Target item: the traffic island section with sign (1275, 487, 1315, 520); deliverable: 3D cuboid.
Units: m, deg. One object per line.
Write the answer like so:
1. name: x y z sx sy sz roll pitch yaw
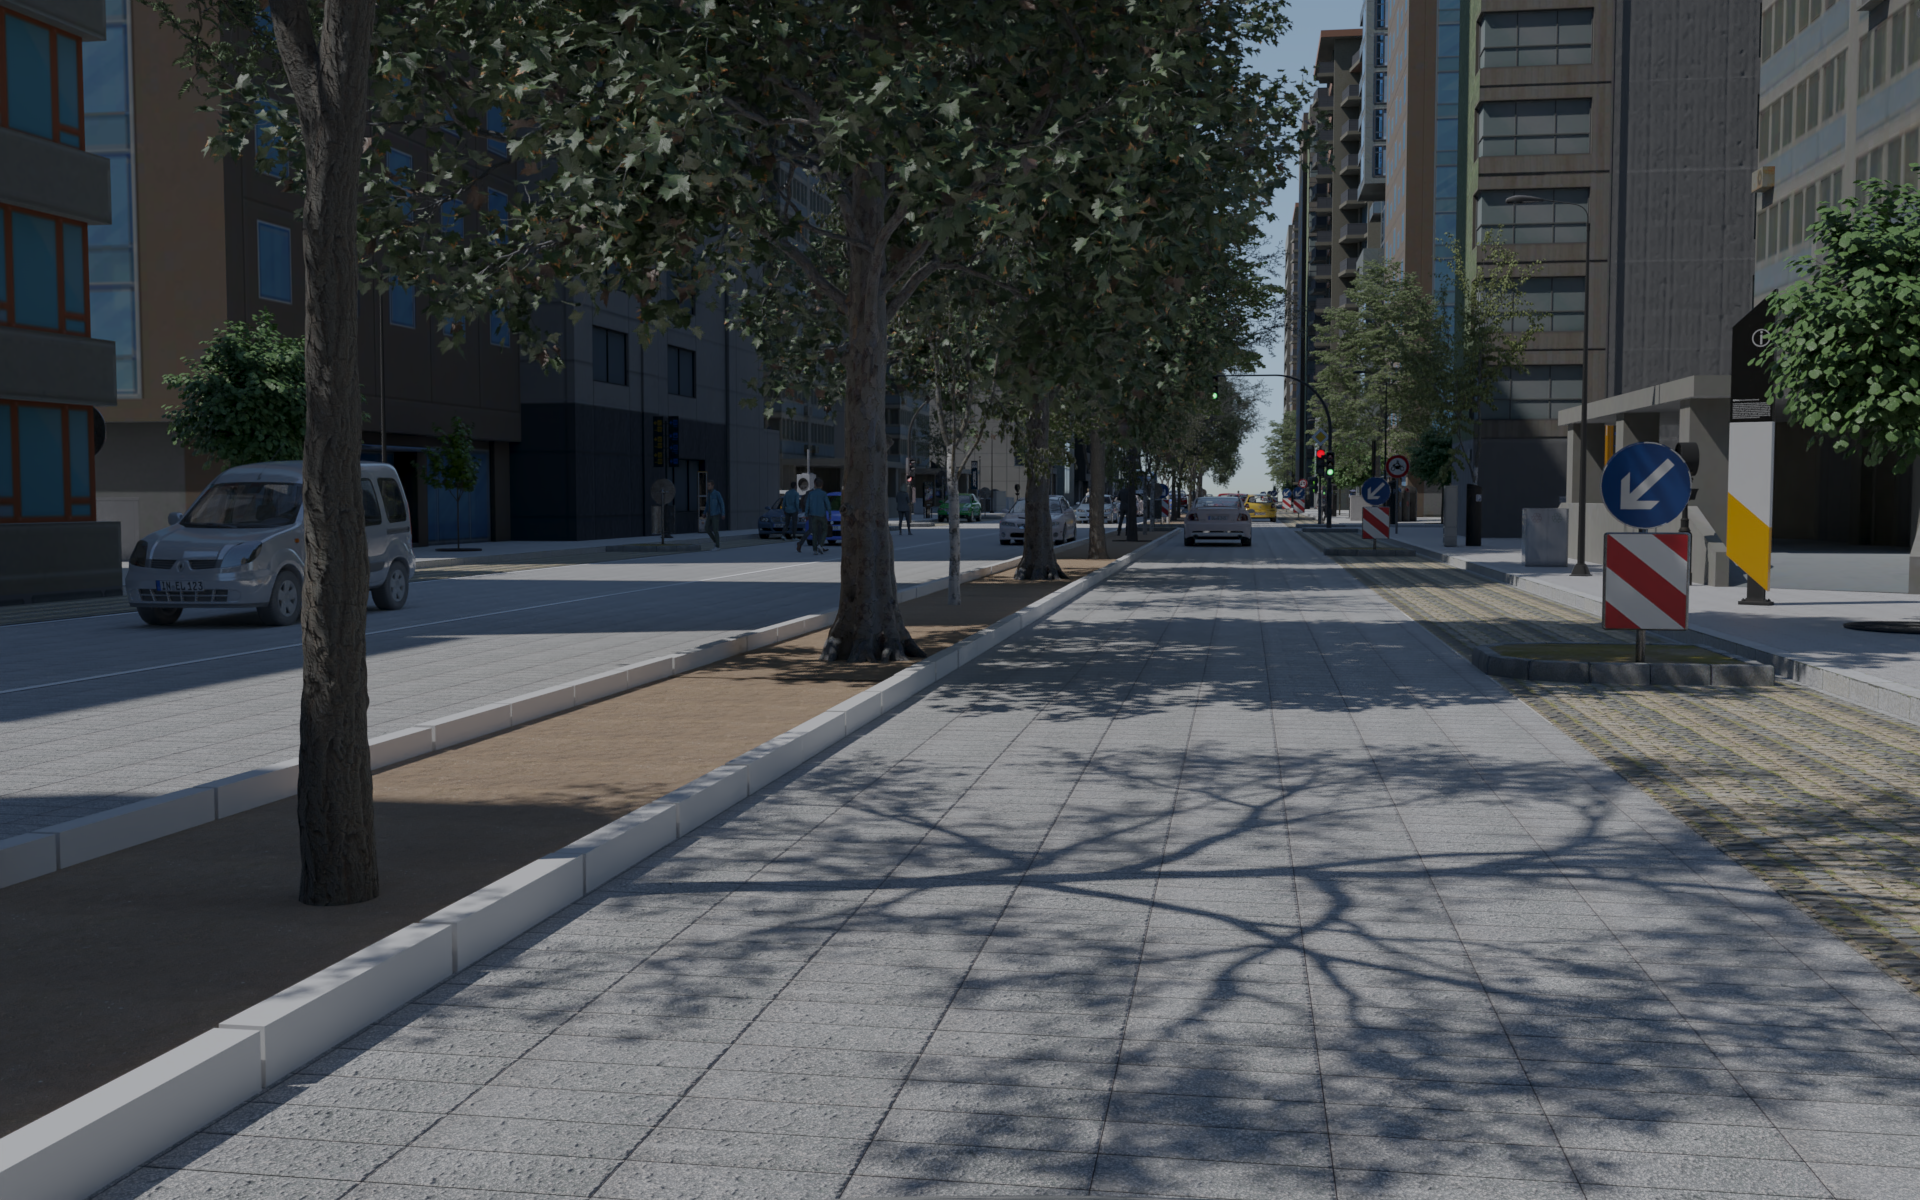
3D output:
1. traffic island section with sign: 18.540 -5.309 95.428 1.989 1.847 2.006 1 4 9

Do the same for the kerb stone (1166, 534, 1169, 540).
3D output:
1. kerb stone: 6.140 -1.835 52.260 0.120 0.150 1.000 1 4 9

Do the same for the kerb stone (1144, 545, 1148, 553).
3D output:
1. kerb stone: 4.314 -1.157 41.118 0.120 0.150 1.000 1 4 9

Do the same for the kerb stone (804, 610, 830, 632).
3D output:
1. kerb stone: -1.566 0.245 18.185 0.120 0.150 1.000 1 4 9

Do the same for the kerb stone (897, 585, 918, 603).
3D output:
1. kerb stone: -0.744 -0.059 23.239 0.120 0.150 1.000 1 4 9

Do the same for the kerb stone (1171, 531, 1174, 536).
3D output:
1. kerb stone: 6.801 -2.087 56.326 0.120 0.150 1.000 1 4 9

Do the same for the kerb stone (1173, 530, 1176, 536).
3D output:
1. kerb stone: 6.971 -2.149 57.334 0.120 0.150 1.000 1 4 9

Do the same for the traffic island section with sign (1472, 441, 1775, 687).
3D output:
1. traffic island section with sign: 5.204 -0.322 13.891 1.989 1.847 2.006 1 4 9

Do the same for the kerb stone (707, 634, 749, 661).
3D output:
1. kerb stone: -2.068 0.431 15.155 0.120 0.150 1.000 1 4 9

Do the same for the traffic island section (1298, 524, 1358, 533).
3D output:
1. traffic island section: 13.975 -2.646 65.545 2.009 0.180 2.903 1 4 9

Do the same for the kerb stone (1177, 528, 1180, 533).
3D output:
1. kerb stone: 7.625 -2.392 61.375 0.120 0.150 1.000 1 4 9

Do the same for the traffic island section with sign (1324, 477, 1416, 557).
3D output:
1. traffic island section with sign: 9.550 -1.949 40.495 1.989 1.847 2.006 1 4 9

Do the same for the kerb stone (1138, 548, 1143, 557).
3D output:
1. kerb stone: 3.980 -1.034 39.097 0.120 0.150 1.000 1 4 9

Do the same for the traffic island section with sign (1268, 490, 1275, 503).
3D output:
1. traffic island section with sign: 23.002 -6.976 122.681 1.989 1.847 2.006 1 4 9

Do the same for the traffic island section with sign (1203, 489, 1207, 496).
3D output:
1. traffic island section with sign: 20.777 -8.574 148.317 2.006 1.907 1.989 1 4 9

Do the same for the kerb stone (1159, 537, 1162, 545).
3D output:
1. kerb stone: 5.470 -1.590 48.213 0.120 0.150 1.000 1 4 9

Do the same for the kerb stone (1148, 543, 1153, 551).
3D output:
1. kerb stone: 4.646 -1.278 43.141 0.120 0.150 1.000 1 4 9

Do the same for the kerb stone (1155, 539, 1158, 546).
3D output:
1. kerb stone: 5.139 -1.460 46.189 0.120 0.150 1.000 1 4 9

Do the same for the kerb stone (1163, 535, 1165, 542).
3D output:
1. kerb stone: 5.802 -1.715 50.232 0.120 0.150 1.000 1 4 9

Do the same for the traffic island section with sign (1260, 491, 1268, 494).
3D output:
1. traffic island section with sign: 31.109 -10.006 172.225 1.989 1.847 2.006 1 4 9

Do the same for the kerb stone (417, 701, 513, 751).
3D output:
1. kerb stone: -2.887 0.740 10.104 0.120 0.150 1.000 1 4 9

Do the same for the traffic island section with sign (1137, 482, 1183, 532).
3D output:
1. traffic island section with sign: 7.450 -3.591 66.851 2.006 1.907 1.989 1 4 9

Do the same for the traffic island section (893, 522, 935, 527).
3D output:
1. traffic island section: -2.245 -3.303 76.284 2.009 0.180 2.903 1 4 9

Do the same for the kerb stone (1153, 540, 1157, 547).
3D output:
1. kerb stone: 4.975 -1.405 45.172 0.120 0.150 1.000 1 4 9

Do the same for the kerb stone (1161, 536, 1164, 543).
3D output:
1. kerb stone: 5.645 -1.653 49.221 0.120 0.150 1.000 1 4 9

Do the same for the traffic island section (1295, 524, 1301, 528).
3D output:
1. traffic island section: 15.264 -3.128 73.425 2.009 0.180 2.903 1 4 9

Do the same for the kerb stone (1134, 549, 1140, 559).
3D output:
1. kerb stone: 3.819 -0.964 38.081 0.120 0.150 1.000 1 4 9

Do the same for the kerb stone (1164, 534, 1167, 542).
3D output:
1. kerb stone: 5.973 -1.777 51.252 0.120 0.150 1.000 1 4 9

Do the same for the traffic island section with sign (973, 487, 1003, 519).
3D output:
1. traffic island section with sign: 1.425 -5.508 98.686 1.989 1.847 2.006 1 4 9

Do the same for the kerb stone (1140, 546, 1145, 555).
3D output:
1. kerb stone: 4.146 -1.095 40.106 0.120 0.150 1.000 1 4 9

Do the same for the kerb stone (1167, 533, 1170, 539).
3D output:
1. kerb stone: 6.300 -1.901 53.277 0.120 0.150 1.000 1 4 9

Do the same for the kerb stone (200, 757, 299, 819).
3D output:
1. kerb stone: -3.224 0.864 8.079 0.120 0.150 1.000 1 4 9

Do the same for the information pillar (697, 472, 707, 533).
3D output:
1. information pillar: -8.424 -3.187 56.597 0.304 2.012 0.304 -1 4 -15

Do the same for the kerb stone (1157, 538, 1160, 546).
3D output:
1. kerb stone: 5.306 -1.528 47.204 0.120 0.150 1.000 1 4 9

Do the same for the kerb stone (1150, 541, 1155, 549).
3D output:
1. kerb stone: 4.813 -1.343 44.149 0.120 0.150 1.000 1 4 9

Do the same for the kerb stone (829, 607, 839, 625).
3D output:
1. kerb stone: -1.403 0.184 19.194 0.120 0.150 1.000 1 4 9

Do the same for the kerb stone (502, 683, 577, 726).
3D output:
1. kerb stone: -2.724 0.678 11.114 0.120 0.150 1.000 1 4 9

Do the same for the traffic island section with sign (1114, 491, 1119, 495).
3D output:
1. traffic island section with sign: 18.266 -11.805 201.640 1.989 1.847 2.006 1 4 9

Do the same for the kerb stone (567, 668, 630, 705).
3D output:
1. kerb stone: -2.562 0.617 12.123 0.120 0.150 1.000 1 4 9

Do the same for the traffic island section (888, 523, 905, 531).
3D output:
1. traffic island section: -3.534 -2.821 68.403 2.009 0.180 2.903 1 4 9

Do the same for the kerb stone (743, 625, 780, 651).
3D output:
1. kerb stone: -1.899 0.369 16.168 0.120 0.150 1.000 1 4 9

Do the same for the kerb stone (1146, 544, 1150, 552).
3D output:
1. kerb stone: 4.472 -1.219 42.133 0.120 0.150 1.000 1 4 9

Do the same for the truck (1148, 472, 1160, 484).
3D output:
1. truck: 23.088 -13.460 209.829 2.967 4.110 18.799 1 4 9

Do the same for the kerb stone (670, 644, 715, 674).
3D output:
1. kerb stone: -2.227 0.498 14.144 0.120 0.150 1.000 1 4 9

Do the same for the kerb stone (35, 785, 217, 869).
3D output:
1. kerb stone: -3.391 0.926 7.070 0.120 0.150 1.000 1 4 9

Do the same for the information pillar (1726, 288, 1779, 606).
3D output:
1. information pillar: 9.140 -1.750 19.965 0.504 3.616 0.183 3 5 43

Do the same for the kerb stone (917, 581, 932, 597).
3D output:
1. kerb stone: -0.570 -0.124 24.252 0.120 0.150 1.000 1 4 9

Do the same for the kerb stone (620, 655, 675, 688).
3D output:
1. kerb stone: -2.401 0.554 13.133 0.120 0.150 1.000 1 4 9

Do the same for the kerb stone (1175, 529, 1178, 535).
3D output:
1. kerb stone: 7.295 -2.266 59.356 0.120 0.150 1.000 1 4 9

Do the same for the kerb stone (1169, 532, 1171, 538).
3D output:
1. kerb stone: 6.458 -1.961 54.295 0.120 0.150 1.000 1 4 9

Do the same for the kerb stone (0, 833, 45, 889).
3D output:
1. kerb stone: -3.552 0.988 6.054 0.120 0.150 1.000 1 4 9

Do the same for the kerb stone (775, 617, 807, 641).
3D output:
1. kerb stone: -1.731 0.307 17.176 0.120 0.150 1.000 1 4 9

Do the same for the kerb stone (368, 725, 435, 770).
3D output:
1. kerb stone: -3.060 0.811 9.098 0.120 0.150 1.000 1 4 9

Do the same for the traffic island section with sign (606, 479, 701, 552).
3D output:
1. traffic island section with sign: -7.601 -2.131 43.467 1.989 1.847 2.006 1 4 9

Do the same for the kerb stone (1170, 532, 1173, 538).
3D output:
1. kerb stone: 6.633 -2.025 55.310 0.120 0.150 1.000 1 4 9

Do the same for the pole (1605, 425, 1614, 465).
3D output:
1. pole: 16.865 -3.132 45.051 0.158 3.312 0.155 0 3 0

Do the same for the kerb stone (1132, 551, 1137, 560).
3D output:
1. kerb stone: 3.645 -0.910 37.073 0.120 0.150 1.000 1 4 9
